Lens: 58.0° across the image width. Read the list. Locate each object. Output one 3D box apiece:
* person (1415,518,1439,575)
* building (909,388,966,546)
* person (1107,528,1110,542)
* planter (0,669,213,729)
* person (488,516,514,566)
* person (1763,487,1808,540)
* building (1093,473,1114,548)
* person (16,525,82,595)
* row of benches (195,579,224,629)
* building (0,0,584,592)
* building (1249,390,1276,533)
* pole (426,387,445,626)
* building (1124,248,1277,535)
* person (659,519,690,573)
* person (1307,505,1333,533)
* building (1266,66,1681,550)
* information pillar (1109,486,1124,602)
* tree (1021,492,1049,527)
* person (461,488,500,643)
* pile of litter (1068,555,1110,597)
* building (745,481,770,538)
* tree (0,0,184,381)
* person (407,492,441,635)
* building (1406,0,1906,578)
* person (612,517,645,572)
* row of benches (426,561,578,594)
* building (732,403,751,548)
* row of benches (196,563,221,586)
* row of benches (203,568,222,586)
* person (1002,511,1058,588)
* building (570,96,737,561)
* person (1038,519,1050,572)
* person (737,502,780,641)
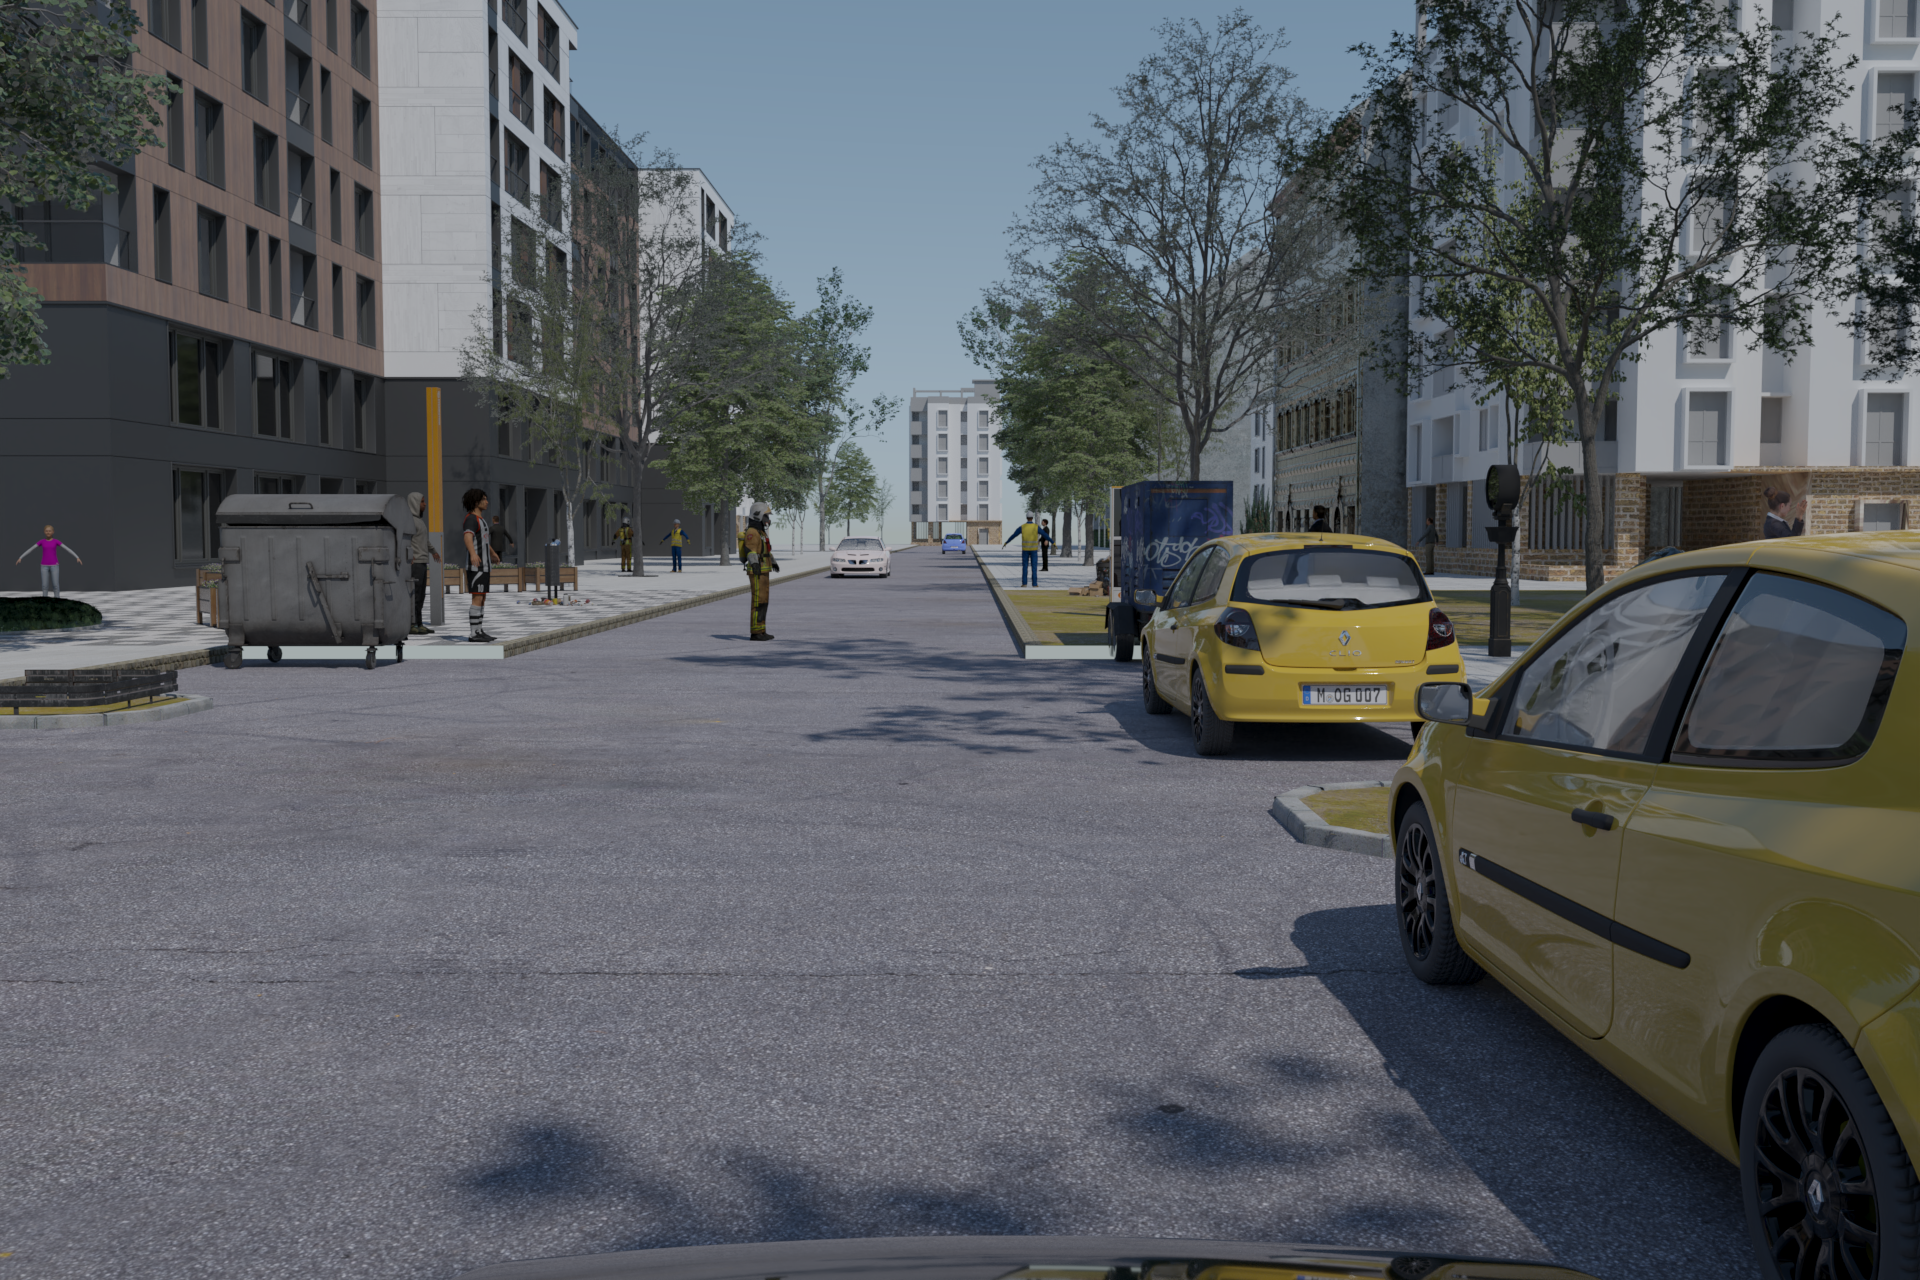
[{"bbox_3d":[14.717,-2.941,54.349,0.705,1.796,1.348,3,5,43],"label":"person"},{"bbox_3d":[-5.928,-21.814,215.527,11.380,20.090,16.016,0,4,-5],"label":"building"},{"bbox_3d":[5.094,-3.076,56.066,0.705,1.856,1.354,0,4,-3],"label":"person"},{"bbox_3d":[-7.119,0.454,13.716,1.991,0.319,1.994,0,3,0],"label":"planter"},{"bbox_3d":[-13.092,-2.606,48.837,0.704,1.802,1.346,3,4,37],"label":"person"},{"bbox_3d":[7.773,-0.573,16.216,0.445,1.727,0.742,-1,4,-12],"label":"person"},{"bbox_3d":[21.968,-18.517,169.204,16.747,18.905,31.486,0,4,0],"label":"building"},{"bbox_3d":[-15.335,-1.217,29.171,0.991,1.433,0.599,-1,4,-22],"label":"person"},{"bbox_3d":[-9.423,-0.462,23.016,1.422,0.672,4.104,-2,4,-34],"label":"row of benches"},{"bbox_3d":[-29.309,-12.851,54.095,27.936,21.610,32.646,0,3,0],"label":"building"},{"bbox_3d":[22.473,-9.325,94.607,9.099,9.664,28.070,0,4,1],"label":"building"},{"bbox_3d":[-7.334,-1.858,24.221,0.158,3.312,0.155,0,3,0],"label":"pole"},{"bbox_3d":[22.682,-19.013,141.796,19.493,23.208,18.063,0,4,1],"label":"building"},{"bbox_3d":[-9.484,-3.134,57.700,1.216,1.772,0.721,2,4,26],"label":"person"},{"bbox_3d":[5.587,-1.263,27.378,1.216,1.740,0.721,-3,5,-42],"label":"person"},{"bbox_3d":[23.745,-14.684,71.018,19.493,23.208,18.063,0,4,1],"label":"building"},{"bbox_3d":[2.483,-1.369,26.871,0.304,2.012,0.304,0,4,-1],"label":"information pillar"},{"bbox_3d":[10.082,-16.130,214.095,4.360,8.622,3.978,0,3,0],"label":"tree"},{"bbox_3d":[-5.705,-0.884,20.596,0.704,1.843,1.345,0,4,-5],"label":"person"},{"bbox_3d":[2.828,-1.358,36.170,1.176,0.858,1.719,0,4,0],"label":"pile of litter"},{"bbox_3d":[-25.200,-19.185,170.086,16.016,20.090,11.380,0,4,1],"label":"building"},{"bbox_3d":[-12.645,-6.744,16.927,9.857,13.997,8.962,0,3,0],"label":"tree"},{"bbox_3d":[-6.917,-0.979,22.133,0.705,1.813,1.348,0,4,-2],"label":"person"},{"bbox_3d":[20.747,-12.383,58.884,16.016,20.090,11.380,0,4,0],"label":"building"},{"bbox_3d":[-11.206,-3.209,58.239,1.354,1.858,0.705,2,4,27],"label":"person"},{"bbox_3d":[-10.264,-1.366,37.791,1.422,0.672,4.104,3,5,44],"label":"row of benches"},{"bbox_3d":[-24.570,-17.928,149.540,16.016,20.090,11.380,0,4,-1],"label":"building"},{"bbox_3d":[-14.321,-1.248,35.872,4.104,0.672,1.422,2,4,30],"label":"row of benches"},{"bbox_3d":[-12.699,-1.055,32.707,4.104,0.672,1.422,2,4,30],"label":"row of benches"},{"bbox_3d":[1.675,-2.178,41.580,1.349,1.833,0.705,0,4,3],"label":"person"},{"bbox_3d":[-28.454,-15.352,94.979,27.936,21.610,32.646,0,4,0],"label":"building"},{"bbox_3d":[2.886,-3.260,59.481,0.705,1.806,1.347,-1,4,-10],"label":"person"},{"bbox_3d":[-2.673,-0.922,23.307,0.705,1.858,1.354,0,4,6],"label":"person"}]
